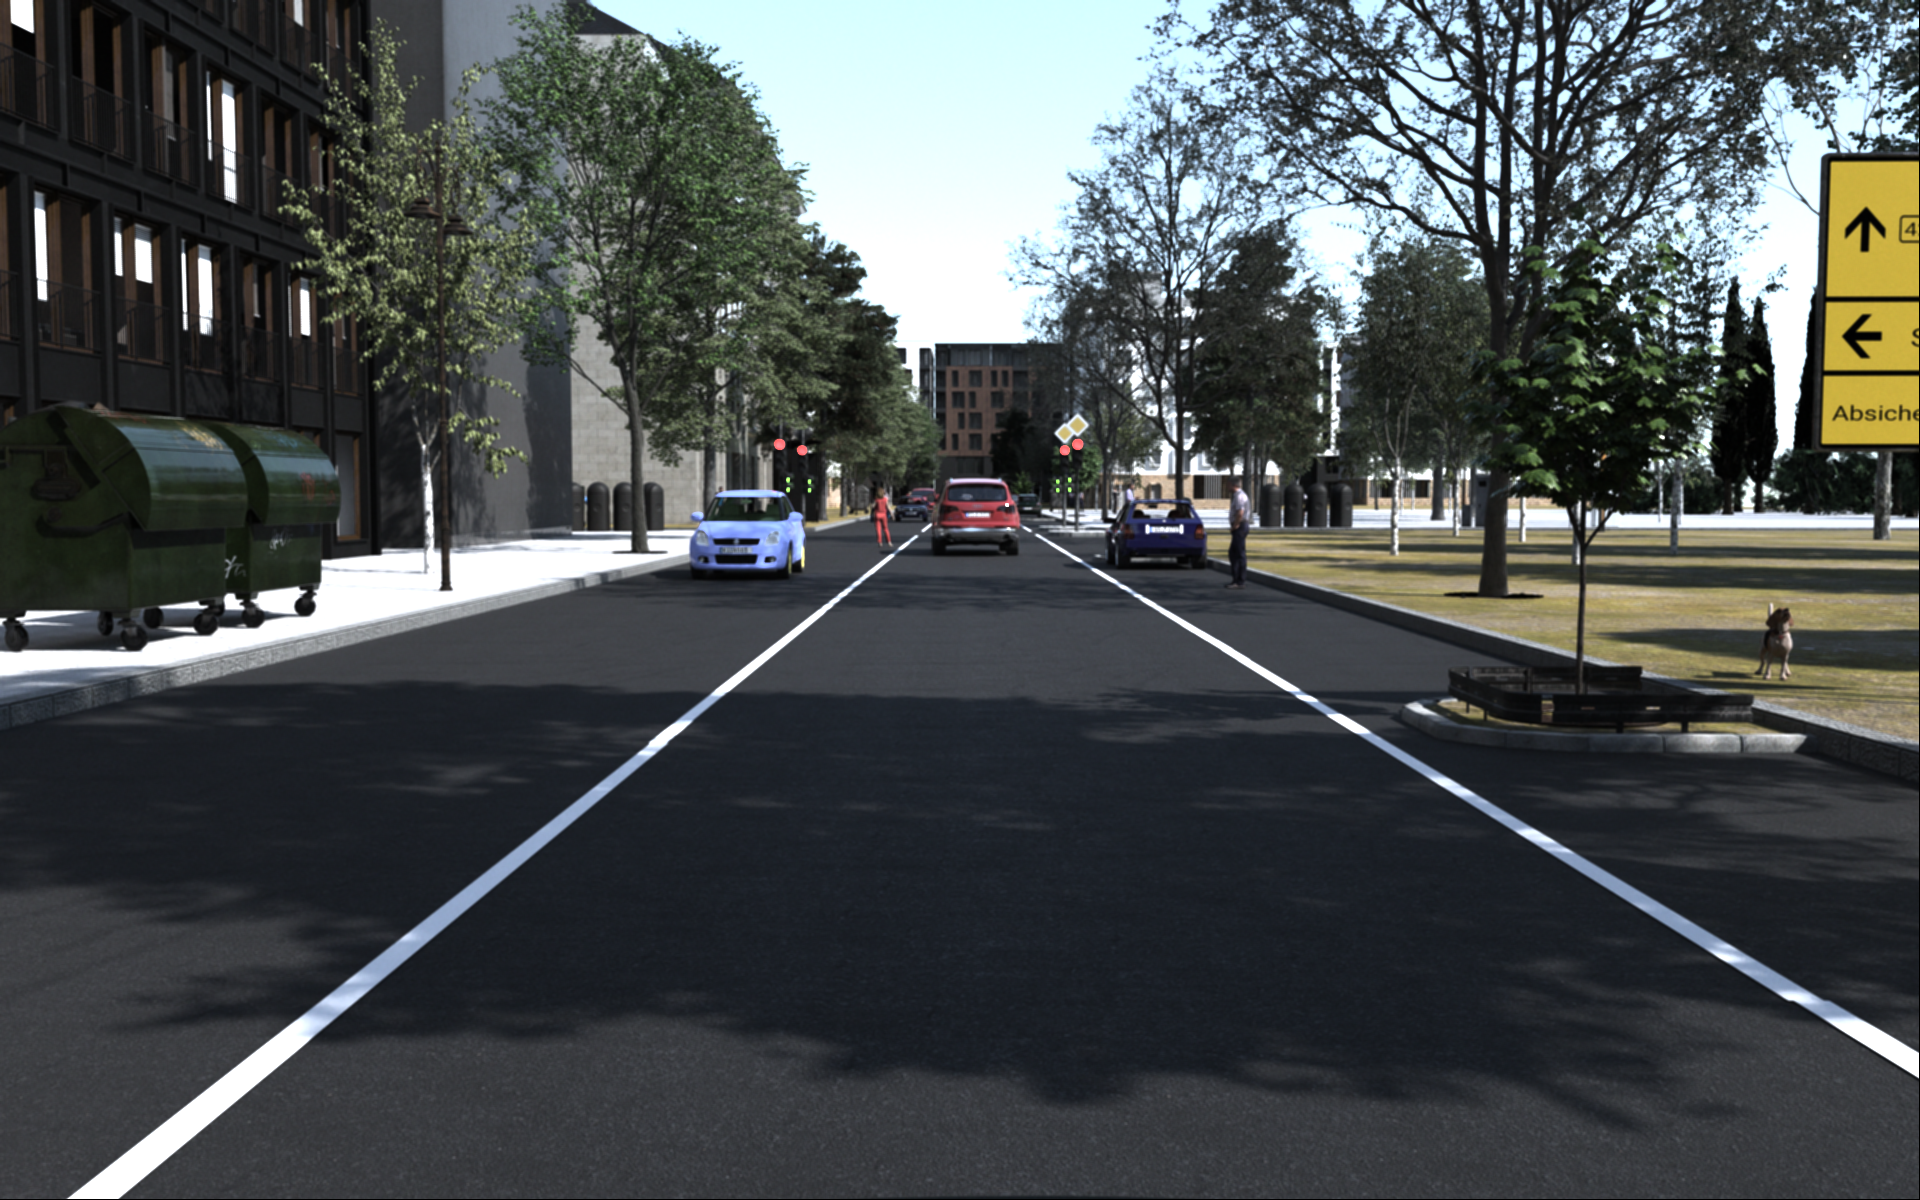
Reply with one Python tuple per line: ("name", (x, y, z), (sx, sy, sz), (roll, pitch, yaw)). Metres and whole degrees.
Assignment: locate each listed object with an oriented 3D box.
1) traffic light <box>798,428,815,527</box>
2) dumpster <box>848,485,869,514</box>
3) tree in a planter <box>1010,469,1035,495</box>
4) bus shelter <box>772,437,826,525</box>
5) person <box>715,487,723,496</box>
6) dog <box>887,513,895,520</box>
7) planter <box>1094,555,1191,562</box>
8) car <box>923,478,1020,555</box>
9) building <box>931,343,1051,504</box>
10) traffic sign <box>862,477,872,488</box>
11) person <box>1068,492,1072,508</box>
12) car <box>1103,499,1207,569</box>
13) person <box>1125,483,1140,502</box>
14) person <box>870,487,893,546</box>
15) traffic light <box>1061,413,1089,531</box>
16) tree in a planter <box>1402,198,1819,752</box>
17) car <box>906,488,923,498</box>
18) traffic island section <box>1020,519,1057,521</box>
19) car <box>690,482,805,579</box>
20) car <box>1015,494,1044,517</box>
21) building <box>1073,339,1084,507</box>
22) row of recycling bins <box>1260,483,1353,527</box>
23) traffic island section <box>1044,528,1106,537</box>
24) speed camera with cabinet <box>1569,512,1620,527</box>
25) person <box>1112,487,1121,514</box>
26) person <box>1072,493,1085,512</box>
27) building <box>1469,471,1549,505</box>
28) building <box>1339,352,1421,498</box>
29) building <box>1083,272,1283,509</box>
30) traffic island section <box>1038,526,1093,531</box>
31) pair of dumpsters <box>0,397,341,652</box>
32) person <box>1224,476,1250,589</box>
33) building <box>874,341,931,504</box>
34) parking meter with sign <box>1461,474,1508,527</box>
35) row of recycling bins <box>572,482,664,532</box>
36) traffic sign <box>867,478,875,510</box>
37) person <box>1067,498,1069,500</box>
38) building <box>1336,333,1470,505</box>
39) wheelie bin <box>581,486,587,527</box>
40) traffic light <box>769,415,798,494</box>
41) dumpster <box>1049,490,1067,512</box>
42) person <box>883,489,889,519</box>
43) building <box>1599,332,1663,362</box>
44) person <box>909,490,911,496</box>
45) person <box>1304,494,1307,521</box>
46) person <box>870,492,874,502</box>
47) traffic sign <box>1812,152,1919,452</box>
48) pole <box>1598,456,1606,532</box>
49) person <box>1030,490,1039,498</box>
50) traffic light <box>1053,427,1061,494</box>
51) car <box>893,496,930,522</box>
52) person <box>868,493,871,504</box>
("traffic light", (-6.109, -4.792, 67.599), (0.839, 4.213, 0.868), (0, 4, 0))
("dumpster", (-6.739, -6.738, 115.921), (1.264, 1.857, 1.865), (0, 4, 0))
("tree in a planter", (4.371, -7.551, 120.685), (1.991, 3.239, 1.994), (0, 4, 0))
("bus shelter", (-6.891, -5.110, 74.836), (1.731, 3.624, 6.357), (0, 4, 0))
("person", (-10.251, -4.044, 74.024), (0.662, 1.594, 0.647), (1, 4, 21))
("dog", (-3.789, -4.755, 94.573), (0.513, 0.831, 0.800), (-3, 4, -36))
("planter", (3.925, -1.012, 37.683), (1.991, 0.319, 1.994), (0, 4, 0))
("car", (0.333, -2.044, 42.097), (2.281, 1.827, 5.304), (0, 4, -2))
("building", (12.875, -24.495, 244.469), (32.646, 21.610, 27.936), (0, 4, 0))
("traffic sign", (-6.912, -7.835, 128.112), (0.884, 2.594, 0.081), (0, 4, 6))
("person", (9.982, -8.952, 153.350), (0.436, 1.711, 0.756), (-3, 4, -38))
("car", (3.851, -1.333, 34.372), (1.945, 1.354, 3.894), (0, 4, 0))
("person", (6.511, -3.475, 65.182), (0.599, 1.838, 0.709), (1, 4, 14))
("person", (-2.144, -2.268, 47.294), (0.593, 1.614, 0.444), (1, 4, 13))
("traffic light", (4.010, -4.302, 59.577), (0.839, 4.213, 0.868), (0, 4, 0))
("tree in a planter", (3.793, -0.813, 10.508), (1.991, 3.239, 1.994), (0, 4, 0))
("car", (-2.433, -6.539, 115.583), (2.281, 1.827, 5.304), (0, 4, 1))
("traffic island section", (4.229, -4.329, 93.640), (1.991, 0.108, 1.994), (0, 4, 0))
("car", (-3.695, -1.272, 30.381), (1.945, 1.707, 3.694), (0, 3, 0))
("car", (4.194, -5.968, 107.361), (2.009, 1.686, 4.222), (0, 4, 2))
("building", (19.356, -18.832, 164.328), (16.016, 20.091, 11.380), (0, 4, 0))
("row of recycling bins", (13.403, -3.665, 67.041), (3.534, 1.692, 1.069), (0, 4, 3))
("traffic island section", (4.050, -2.288, 59.690), (2.009, 0.180, 2.903), (0, 4, 0))
("speed camera with cabinet", (24.650, -4.476, 67.521), (2.038, 3.252, 0.660), (0, 4, 6))
("person", (10.202, -6.463, 112.511), (0.742, 1.727, 0.445), (3, 4, 36))
("person", (8.725, -7.245, 125.434), (0.436, 1.711, 0.756), (-2, 4, -35))
("building", (63.430, -21.363, 205.710), (11.380, 20.091, 16.016), (0, 4, 0))
("building", (45.627, -24.536, 245.131), (32.646, 21.610, 27.936), (0, 4, 0))
("building", (19.564, -18.138, 152.968), (16.016, 20.091, 11.380), (0, 4, 0))
("traffic island section", (4.092, -2.776, 67.675), (2.009, 0.180, 2.903), (0, 4, 0))
("pair of dumpsters", (-7.266, -0.829, 16.053), (1.574, 2.255, 4.436), (0, 4, 0))
("person", (4.172, -1.030, 26.286), (0.436, 1.711, 0.756), (1, 4, 22))
("building", (-20.106, -24.539, 245.179), (32.646, 21.610, 27.936), (0, 4, 0))
("parking meter with sign", (20.363, -4.335, 67.140), (1.738, 3.016, 0.543), (2, 4, 29))
("row of recycling bins", (-12.016, -3.226, 59.852), (3.534, 1.692, 1.069), (-1, 4, -17))
("traffic sign", (-7.388, -8.650, 141.428), (0.884, 2.594, 0.081), (0, 4, 4))
("person", (10.274, -9.896, 171.106), (1.065, 1.426, 0.557), (-2, 4, -33))
("building", (52.048, -21.342, 205.367), (11.380, 20.091, 16.016), (0, 4, 0))
("wheelie bin", (-14.926, -3.628, 67.224), (0.980, 1.594, 0.693), (-1, 4, -17))
("traffic light", (-6.151, -4.304, 59.614), (0.839, 4.213, 0.868), (0, 4, 0))
("dumpster", (7.059, -7.242, 124.166), (1.264, 1.857, 1.865), (0, 4, 0))
("person", (-4.340, -5.488, 98.902), (0.551, 1.740, 0.621), (-1, 4, -19))
("building", (74.809, -21.358, 205.628), (11.380, 20.091, 16.016), (0, 4, 0))
("person", (-6.270, -12.797, 215.286), (1.348, 1.823, 0.705), (-3, 5, -40))
("person", (15.713, -4.267, 79.000), (0.799, 1.438, 0.628), (2, 4, 24))
("person", (-11.711, -13.194, 224.949), (1.217, 1.743, 0.721), (2, 4, 28))
("traffic sign", (6.259, -1.012, 10.415), (2.265, 3.308, 0.079), (0, 4, 1))
("pole", (21.772, -3.966, 58.686), (0.158, 3.312, 0.155), (0, 3, 0))
("person", (7.225, -10.092, 171.775), (1.217, 1.735, 0.721), (-1, 4, -10))
("traffic light", (4.052, -4.790, 67.562), (0.839, 4.213, 0.868), (0, 4, 0))
("car", (-2.555, -4.819, 91.372), (1.945, 1.354, 3.894), (0, 4, -1))
("person", (-9.615, -10.481, 180.673), (1.065, 1.426, 0.557), (3, 5, 41))
